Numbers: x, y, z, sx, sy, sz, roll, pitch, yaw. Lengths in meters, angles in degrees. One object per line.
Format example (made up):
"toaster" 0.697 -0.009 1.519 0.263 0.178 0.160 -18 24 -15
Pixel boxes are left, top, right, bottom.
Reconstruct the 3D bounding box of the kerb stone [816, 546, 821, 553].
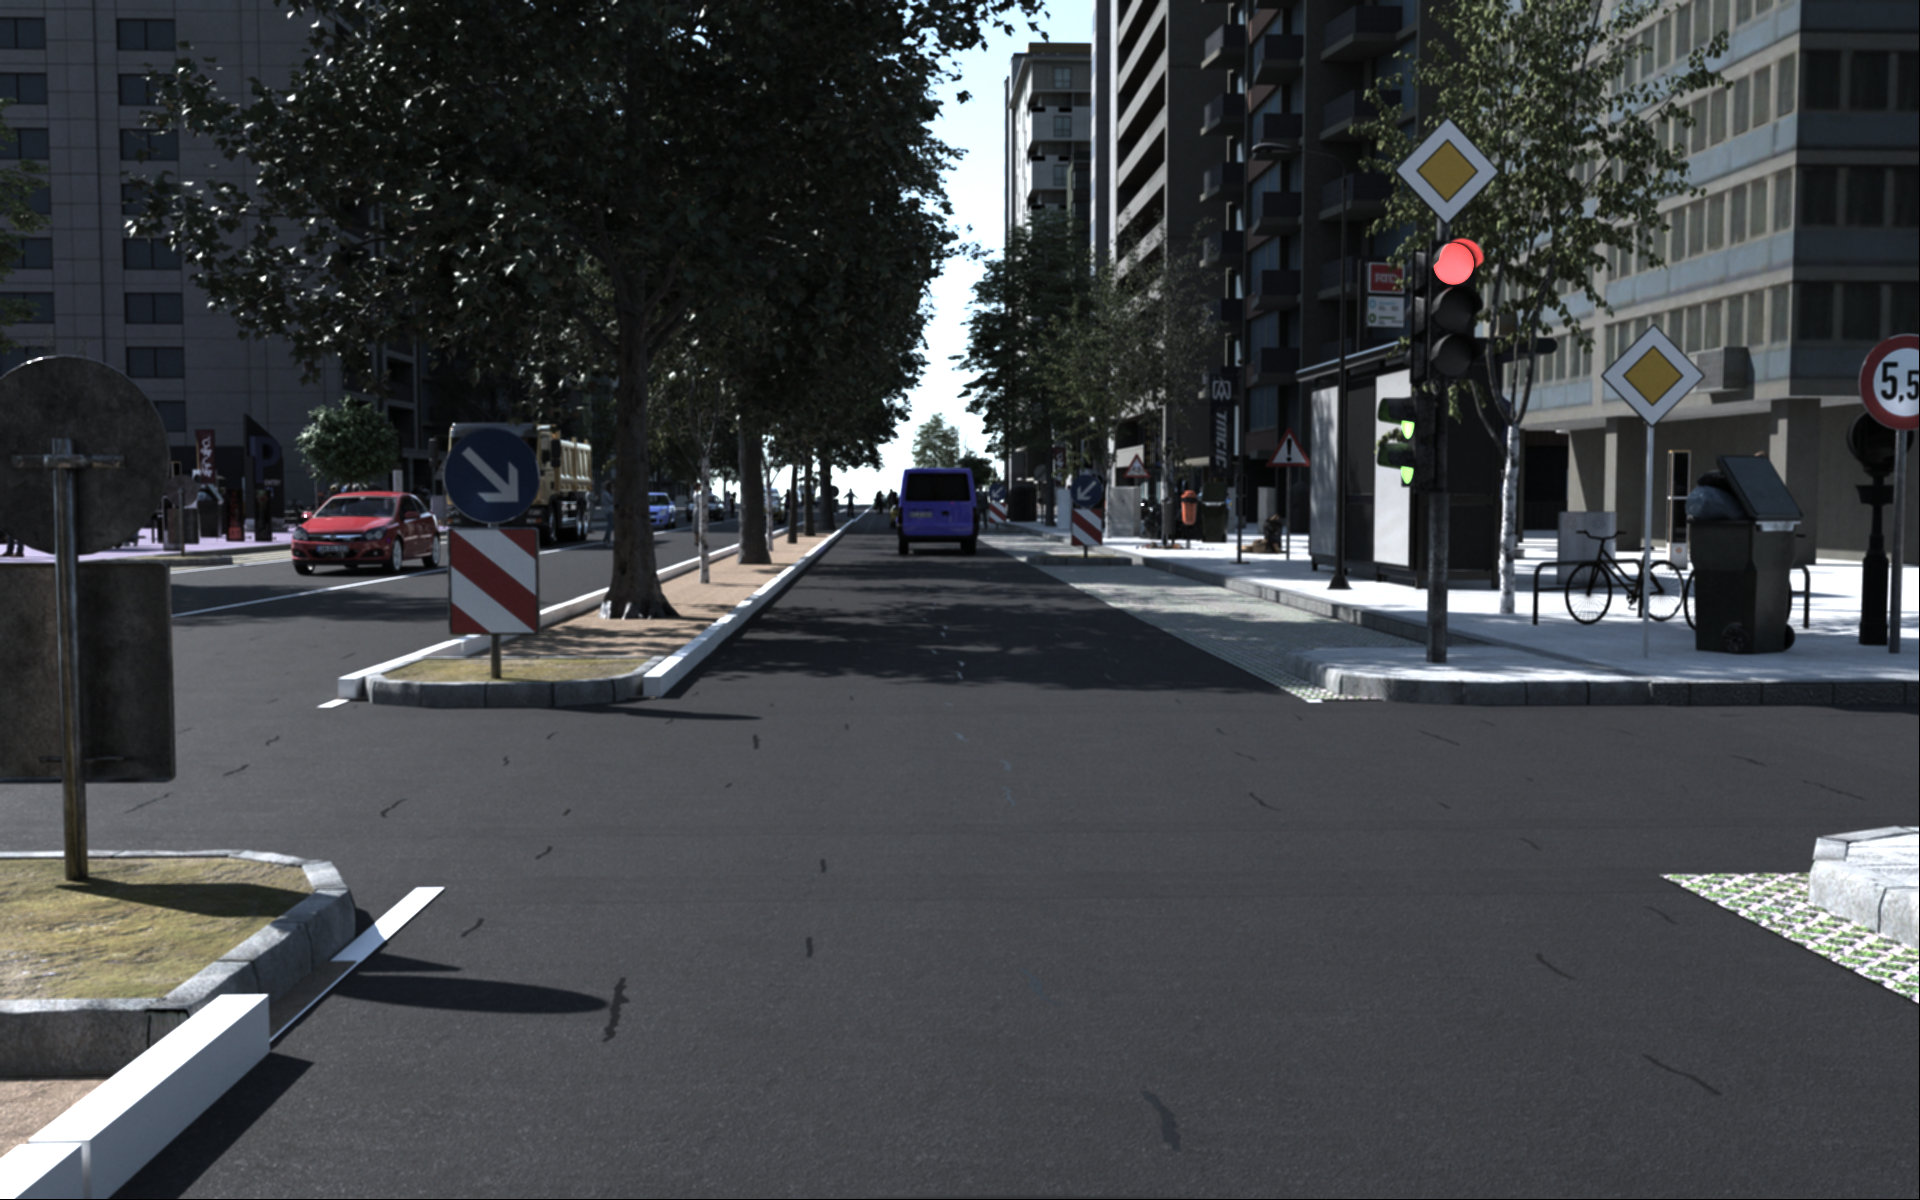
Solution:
"kerb stone" -3.366 -1.109 40.320 0.120 0.150 1.000 0 4 -2

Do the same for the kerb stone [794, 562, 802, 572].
"kerb stone" -2.973 -0.546 31.125 0.120 0.150 1.000 0 4 -2

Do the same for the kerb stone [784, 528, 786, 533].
"kerb stone" -6.381 -2.419 61.740 0.120 0.150 1.000 0 4 -2

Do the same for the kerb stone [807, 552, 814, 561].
"kerb stone" -3.194 -0.858 36.236 0.120 0.150 1.000 0 4 -2

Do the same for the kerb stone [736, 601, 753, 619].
"kerb stone" -2.497 0.143 19.851 0.120 0.150 1.000 0 4 -2

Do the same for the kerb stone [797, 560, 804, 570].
"kerb stone" -3.022 -0.601 32.150 0.120 0.150 1.000 0 4 -2

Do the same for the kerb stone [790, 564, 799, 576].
"kerb stone" -2.931 -0.483 30.095 0.120 0.150 1.000 0 4 -2

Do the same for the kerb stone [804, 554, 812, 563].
"kerb stone" -3.147 -0.796 35.213 0.120 0.150 1.000 0 4 -2

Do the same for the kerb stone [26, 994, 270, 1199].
"kerb stone" -1.811 1.116 3.942 0.120 0.150 1.000 0 4 -2

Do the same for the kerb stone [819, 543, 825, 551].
"kerb stone" -3.451 -1.234 42.368 0.120 0.150 1.000 0 4 -2

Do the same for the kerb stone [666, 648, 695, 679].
"kerb stone" -2.235 0.519 13.711 0.120 0.150 1.000 0 4 -2

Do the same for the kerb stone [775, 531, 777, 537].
"kerb stone" -6.159 -2.105 56.618 0.120 0.150 1.000 0 4 -2

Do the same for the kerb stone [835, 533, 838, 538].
"kerb stone" -3.935 -1.923 53.644 0.120 0.150 1.000 0 4 -2

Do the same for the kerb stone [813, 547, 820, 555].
"kerb stone" -3.325 -1.046 39.299 0.120 0.150 1.000 0 4 -2

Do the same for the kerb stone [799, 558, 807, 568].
"kerb stone" -3.056 -0.664 33.171 0.120 0.150 1.000 0 4 -2

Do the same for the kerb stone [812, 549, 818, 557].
"kerb stone" -3.276 -0.980 38.279 0.120 0.150 1.000 0 4 -2

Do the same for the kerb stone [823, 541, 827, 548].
"kerb stone" -3.542 -1.355 44.412 0.120 0.150 1.000 0 4 -2

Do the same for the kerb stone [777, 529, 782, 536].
"kerb stone" -6.296 -2.294 59.697 0.120 0.150 1.000 0 4 -2

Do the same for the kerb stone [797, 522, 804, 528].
"kerb stone" -6.999 -3.296 76.086 0.120 0.150 1.000 0 4 -2

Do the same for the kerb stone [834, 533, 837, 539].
"kerb stone" -3.893 -1.861 52.616 0.120 0.150 1.000 0 4 -2

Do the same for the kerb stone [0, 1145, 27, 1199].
"kerb stone" -1.772 1.179 2.921 0.120 0.150 1.000 0 4 -2

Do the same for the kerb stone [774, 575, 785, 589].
"kerb stone" -2.752 -0.232 25.985 0.120 0.150 1.000 0 4 -2

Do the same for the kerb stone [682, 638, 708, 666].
"kerb stone" -2.278 0.460 14.735 0.120 0.150 1.000 0 4 -2

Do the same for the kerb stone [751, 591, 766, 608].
"kerb stone" -2.585 0.018 21.893 0.120 0.150 1.000 0 4 -2

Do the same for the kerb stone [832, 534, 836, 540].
"kerb stone" -3.849 -1.798 51.586 0.120 0.150 1.000 0 4 -2

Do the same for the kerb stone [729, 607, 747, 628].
"kerb stone" -2.446 0.210 18.821 0.120 0.150 1.000 0 4 -2

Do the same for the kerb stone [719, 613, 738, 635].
"kerb stone" -2.408 0.269 17.798 0.120 0.150 1.000 0 4 -2

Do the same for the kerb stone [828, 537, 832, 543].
"kerb stone" -3.726 -1.609 48.508 0.120 0.150 1.000 0 4 -2

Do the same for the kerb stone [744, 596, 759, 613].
"kerb stone" -2.548 0.081 20.872 0.120 0.150 1.000 0 4 -2

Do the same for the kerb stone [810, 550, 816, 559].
"kerb stone" -3.234 -0.921 37.257 0.120 0.150 1.000 0 4 -2

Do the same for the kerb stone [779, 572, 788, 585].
"kerb stone" -2.804 -0.293 27.013 0.120 0.150 1.000 0 4 -2

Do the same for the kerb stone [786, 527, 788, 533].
"kerb stone" -6.422 -2.481 62.761 0.120 0.150 1.000 0 4 -2

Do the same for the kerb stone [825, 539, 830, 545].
"kerb stone" -3.626 -1.481 46.462 0.120 0.150 1.000 0 4 -2

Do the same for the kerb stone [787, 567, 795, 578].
"kerb stone" -2.891 -0.421 29.073 0.120 0.150 1.000 0 4 -2

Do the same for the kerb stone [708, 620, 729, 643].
"kerb stone" -2.371 0.331 16.777 0.120 0.150 1.000 0 4 -2

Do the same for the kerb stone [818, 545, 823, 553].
"kerb stone" -3.416 -1.171 41.346 0.120 0.150 1.000 0 4 -2

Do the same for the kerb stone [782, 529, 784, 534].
"kerb stone" -6.344 -2.355 60.718 0.120 0.150 1.000 0 4 -2

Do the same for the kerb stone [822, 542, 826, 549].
"kerb stone" -3.496 -1.296 43.389 0.120 0.150 1.000 0 4 -2

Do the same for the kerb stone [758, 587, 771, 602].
"kerb stone" -2.629 -0.038 22.915 0.120 0.150 1.000 0 4 -2

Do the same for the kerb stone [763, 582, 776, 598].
"kerb stone" -2.669 -0.107 23.943 0.120 0.150 1.000 0 4 -2

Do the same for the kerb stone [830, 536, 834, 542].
"kerb stone" -3.763 -1.672 49.530 0.120 0.150 1.000 0 4 -2

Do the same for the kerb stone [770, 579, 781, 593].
"kerb stone" -2.712 -0.169 24.964 0.120 0.150 1.000 0 4 -2

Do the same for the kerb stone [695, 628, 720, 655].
"kerb stone" -2.317 0.394 15.756 0.120 0.150 1.000 0 4 -2

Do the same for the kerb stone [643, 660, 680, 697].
"kerb stone" -2.191 0.581 12.690 0.120 0.150 1.000 0 4 -2

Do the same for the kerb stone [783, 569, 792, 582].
"kerb stone" -2.845 -0.357 28.040 0.120 0.150 1.000 0 4 -2

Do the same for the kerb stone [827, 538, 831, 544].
"kerb stone" -3.677 -1.547 47.488 0.120 0.150 1.000 0 4 -2

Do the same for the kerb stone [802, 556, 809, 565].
"kerb stone" -3.111 -0.734 34.191 0.120 0.150 1.000 0 4 -2

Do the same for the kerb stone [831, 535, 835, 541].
"kerb stone" -3.811 -1.729 50.551 0.120 0.150 1.000 0 4 -2

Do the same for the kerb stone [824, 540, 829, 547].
"kerb stone" -3.584 -1.418 45.433 0.120 0.150 1.000 0 4 -2
